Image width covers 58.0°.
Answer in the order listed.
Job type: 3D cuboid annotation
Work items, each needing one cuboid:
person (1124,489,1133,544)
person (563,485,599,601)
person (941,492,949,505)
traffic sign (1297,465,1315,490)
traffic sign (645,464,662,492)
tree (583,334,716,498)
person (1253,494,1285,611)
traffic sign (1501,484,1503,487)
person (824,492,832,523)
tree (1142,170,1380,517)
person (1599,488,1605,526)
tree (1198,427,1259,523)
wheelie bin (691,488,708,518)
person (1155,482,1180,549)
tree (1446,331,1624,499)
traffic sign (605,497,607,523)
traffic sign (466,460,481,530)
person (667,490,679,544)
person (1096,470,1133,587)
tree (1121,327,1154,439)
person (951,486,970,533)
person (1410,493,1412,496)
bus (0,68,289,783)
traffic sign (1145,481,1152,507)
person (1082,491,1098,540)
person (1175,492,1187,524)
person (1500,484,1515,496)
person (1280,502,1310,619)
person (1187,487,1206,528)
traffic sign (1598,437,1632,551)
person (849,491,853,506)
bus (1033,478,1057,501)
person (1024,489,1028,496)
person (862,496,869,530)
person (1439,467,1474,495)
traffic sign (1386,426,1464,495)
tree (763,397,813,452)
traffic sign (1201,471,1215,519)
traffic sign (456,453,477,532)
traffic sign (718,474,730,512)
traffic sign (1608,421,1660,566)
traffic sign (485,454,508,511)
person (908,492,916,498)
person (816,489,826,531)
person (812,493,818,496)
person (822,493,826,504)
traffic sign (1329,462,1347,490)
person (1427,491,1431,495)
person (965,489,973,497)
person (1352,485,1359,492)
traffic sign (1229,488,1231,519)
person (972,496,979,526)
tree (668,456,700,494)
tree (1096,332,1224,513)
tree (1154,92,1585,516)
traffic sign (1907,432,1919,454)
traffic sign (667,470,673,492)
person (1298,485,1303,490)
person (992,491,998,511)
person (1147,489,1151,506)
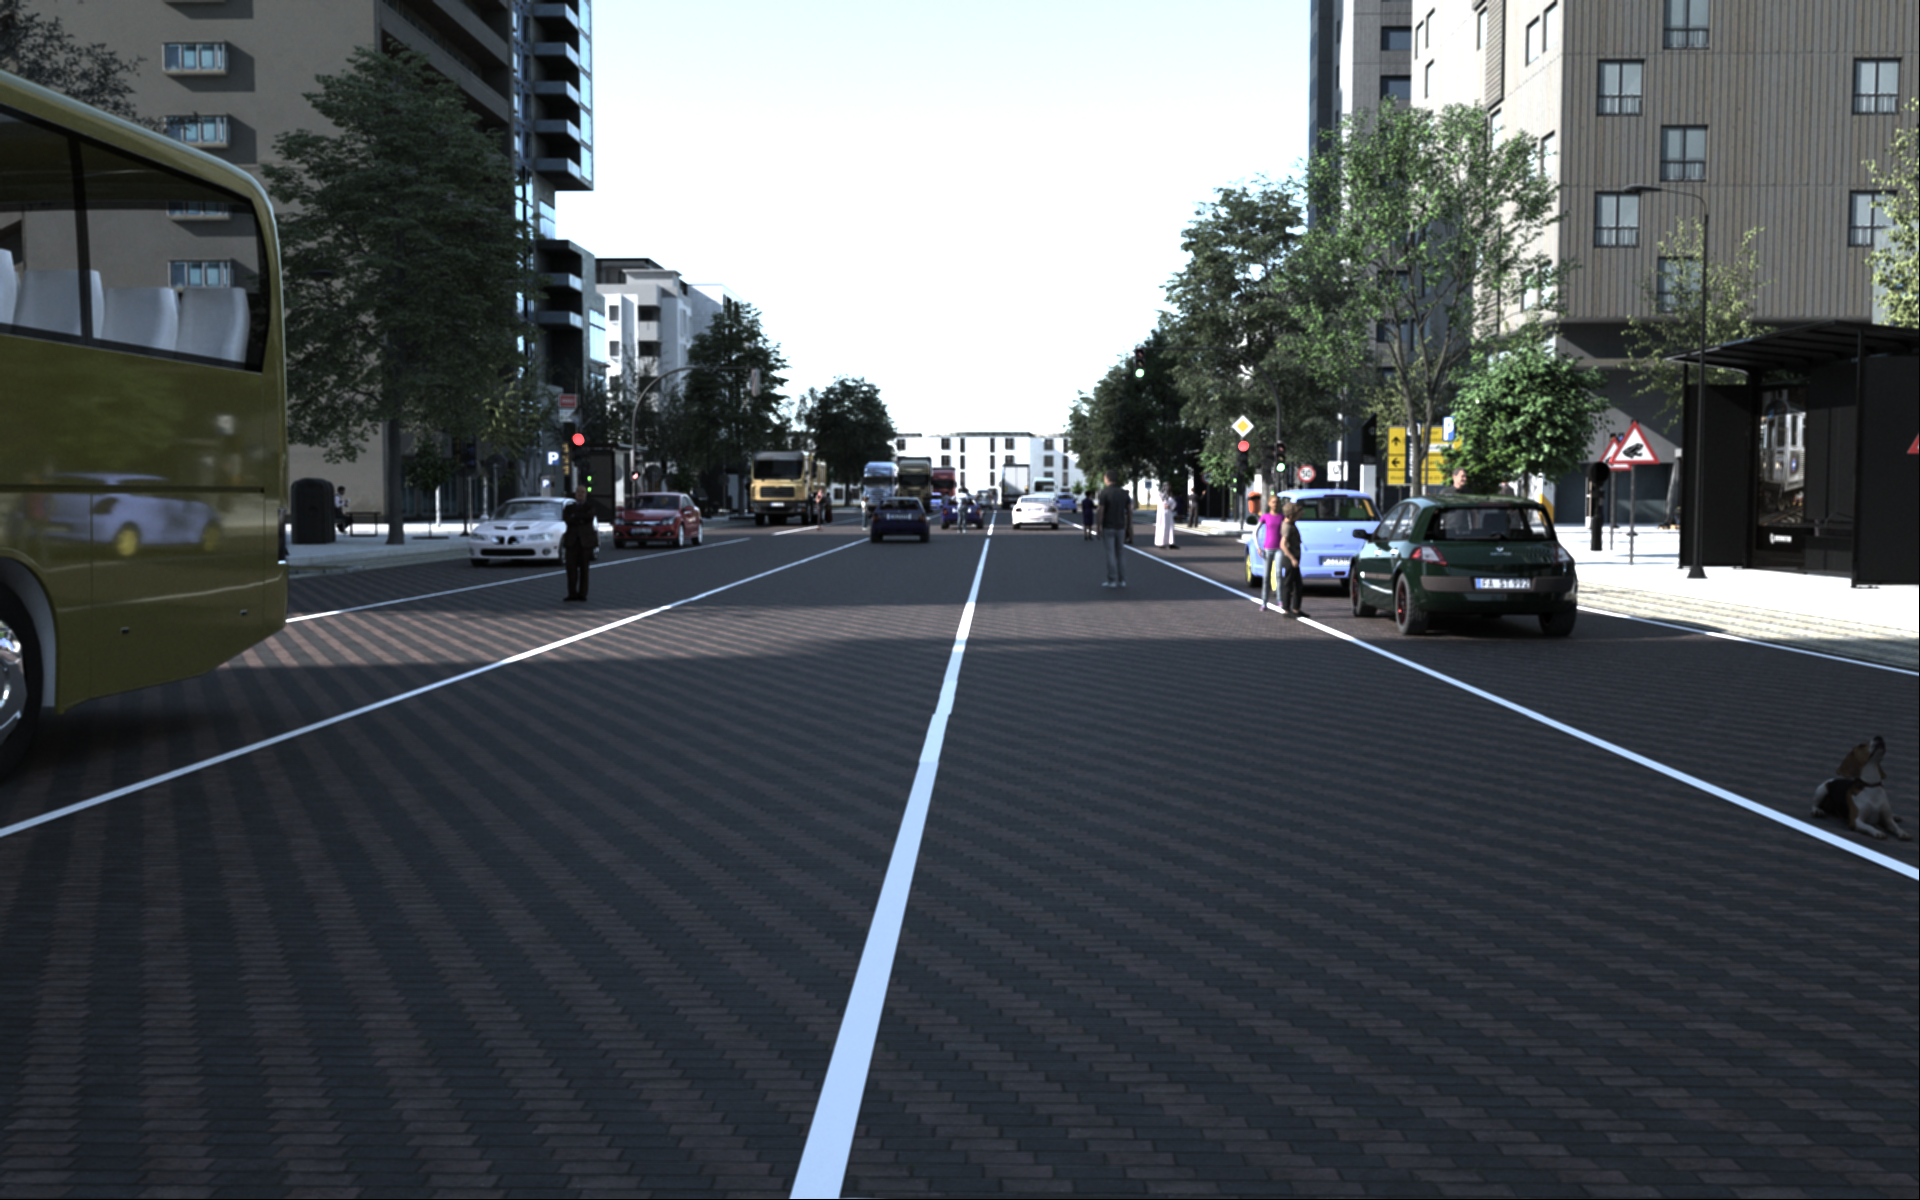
[{"bbox_3d":[4.813,-2.418,50.090,0.516,1.574,0.319,-3,5,-42],"label":"person"},{"bbox_3d":[-5.090,-0.763,23.250,0.482,1.546,0.388,0,4,-1],"label":"person"},{"bbox_3d":[-0.675,-4.521,84.637,0.614,1.554,0.590,3,5,45],"label":"person"},{"bbox_3d":[15.116,-4.620,75.638,0.768,2.556,0.104,1,4,10],"label":"traffic sign"},{"bbox_3d":[-13.171,-4.541,74.356,0.768,2.556,0.104,0,4,7],"label":"traffic sign"},{"bbox_3d":[-14.248,-7.916,79.794,4.360,8.622,3.978,0,3,0],"label":"tree"},{"bbox_3d":[3.860,-0.576,21.159,0.726,1.435,0.776,0,4,4],"label":"person"},{"bbox_3d":[15.253,-2.975,48.748,0.768,2.556,0.104,1,4,9],"label":"traffic sign"},{"bbox_3d":[-6.575,-4.620,86.509,0.387,1.526,0.523,-2,4,-33],"label":"person"},{"bbox_3d":[12.285,-9.900,68.514,9.857,13.997,8.962,0,3,0],"label":"tree"},{"bbox_3d":[25.358,-3.814,68.934,0.617,1.759,0.750,0,4,0],"label":"person"},{"bbox_3d":[12.449,-5.787,78.327,4.285,4.588,4.351,0,3,0],"label":"tree"},{"bbox_3d":[-14.071,-5.218,93.226,0.980,1.594,0.693,-3,5,-44],"label":"wheelie bin"},{"bbox_3d":[5.383,-2.197,45.088,0.621,1.740,0.551,2,4,28],"label":"person"},{"bbox_3d":[11.537,-3.133,34.942,4.285,4.588,4.351,0,3,0],"label":"tree"},{"bbox_3d":[-15.726,-4.703,76.900,0.884,2.594,0.081,1,4,11],"label":"traffic sign"},{"bbox_3d":[-17.329,-3.743,61.300,0.768,2.556,0.104,0,4,4],"label":"traffic sign"},{"bbox_3d":[-8.289,-2.399,49.937,0.471,1.553,0.569,-2,4,-34],"label":"person"},{"bbox_3d":[2.377,-1.113,26.832,0.598,1.807,0.434,-1,4,-13],"label":"person"},{"bbox_3d":[13.104,-10.784,102.082,9.928,11.665,9.643,0,3,0],"label":"tree"},{"bbox_3d":[0.081,-3.390,64.647,0.376,1.734,0.841,-3,5,-41],"label":"person"},{"bbox_3d":[17.376,-3.604,65.695,0.376,1.734,0.841,0,4,-5],"label":"person"},{"bbox_3d":[-5.993,-0.852,5.482,2.896,3.916,12.252,0,4,3],"label":"bus"},{"bbox_3d":[14.722,-8.156,135.478,0.606,2.300,0.079,0,4,5],"label":"traffic sign"},{"bbox_3d":[4.032,-2.631,53.893,0.453,1.535,0.546,1,4,17],"label":"person"},{"bbox_3d":[10.639,-4.441,83.477,0.453,1.535,0.546,2,4,26],"label":"person"},{"bbox_3d":[14.001,-2.329,44.677,0.990,1.755,0.434,-2,4,-28],"label":"person"},{"bbox_3d":[3.870,-0.462,19.971,0.340,1.345,0.435,1,4,12],"label":"person"},{"bbox_3d":[10.033,-3.928,73.532,0.742,1.727,0.445,-1,4,-9],"label":"person"},{"bbox_3d":[14.781,-2.399,39.228,0.884,2.594,0.081,0,4,4],"label":"traffic sign"},{"bbox_3d":[-11.593,-10.748,183.244,0.415,1.643,0.593,2,4,23],"label":"person"},{"bbox_3d":[10.006,-12.830,204.628,2.948,3.499,13.247,0,4,3],"label":"bus"},{"bbox_3d":[5.616,-8.397,145.428,0.705,1.869,1.348,-1,4,-18],"label":"person"},{"bbox_3d":[-3.780,-3.500,69.626,0.340,1.345,0.435,-1,4,-19],"label":"person"},{"bbox_3d":[7.013,-0.971,24.511,0.598,1.807,0.434,1,4,9],"label":"person"},{"bbox_3d":[13.851,-3.533,51.633,2.265,3.308,0.079,0,4,4],"label":"traffic sign"},{"bbox_3d":[-13.060,-10.925,128.980,4.360,8.622,3.978,0,3,0],"label":"tree"},{"bbox_3d":[12.952,-5.518,90.332,0.768,2.556,0.104,1,4,9],"label":"traffic sign"},{"bbox_3d":[-15.193,-3.245,53.158,0.768,2.556,0.104,0,4,7],"label":"traffic sign"},{"bbox_3d":[-14.875,-6.658,108.958,0.768,2.556,0.104,0,4,3],"label":"traffic sign"},{"bbox_3d":[11.986,-1.887,30.857,0.884,2.594,0.081,1,4,10],"label":"traffic sign"},{"bbox_3d":[-14.656,-3.340,54.719,0.768,2.556,0.104,1,4,10],"label":"traffic sign"},{"bbox_3d":[-2.458,-4.721,87.898,0.429,1.552,0.499,-3,5,-39],"label":"person"},{"bbox_3d":[-5.402,-3.516,67.463,0.415,1.643,0.593,-2,4,-29],"label":"person"},{"bbox_3d":[-13.596,-9.556,162.296,1.348,1.822,0.705,1,4,13],"label":"person"},{"bbox_3d":[-16.776,-12.587,212.566,0.721,1.735,1.217,1,4,22],"label":"person"},{"bbox_3d":[11.938,-3.219,54.767,0.606,2.300,0.079,1,4,10],"label":"traffic sign"},{"bbox_3d":[22.654,-4.532,83.374,0.421,1.427,0.697,-2,4,-24],"label":"person"},{"bbox_3d":[0.350,-5.364,96.928,0.841,1.734,0.376,0,3,0],"label":"person"},{"bbox_3d":[20.575,-5.104,90.165,0.621,1.740,0.551,3,5,40],"label":"person"},{"bbox_3d":[13.830,-5.423,88.775,0.768,2.556,0.104,0,4,3],"label":"traffic sign"},{"bbox_3d":[0.687,-4.016,78.069,0.435,1.345,0.340,3,5,41],"label":"person"},{"bbox_3d":[-13.839,-5.676,87.408,1.663,3.219,1.824,0,3,0],"label":"tree"},{"bbox_3d":[14.187,-12.438,120.363,9.611,12.733,9.660,0,3,0],"label":"tree"},{"bbox_3d":[11.779,-7.238,44.099,9.928,11.665,9.643,0,3,0],"label":"tree"},{"bbox_3d":[12.880,-1.392,22.765,0.884,2.594,0.081,0,4,4],"label":"traffic sign"},{"bbox_3d":[-15.801,-5.784,94.570,0.884,2.594,0.081,1,4,9],"label":"traffic sign"},{"bbox_3d":[18.808,-5.495,96.037,0.789,1.805,0.875,2,4,33],"label":"person"},{"bbox_3d":[3.045,-8.615,150.029,0.551,1.740,0.621,2,4,29],"label":"person"},{"bbox_3d":[20.316,-11.013,186.207,0.705,1.812,1.348,0,4,-4],"label":"person"}]
